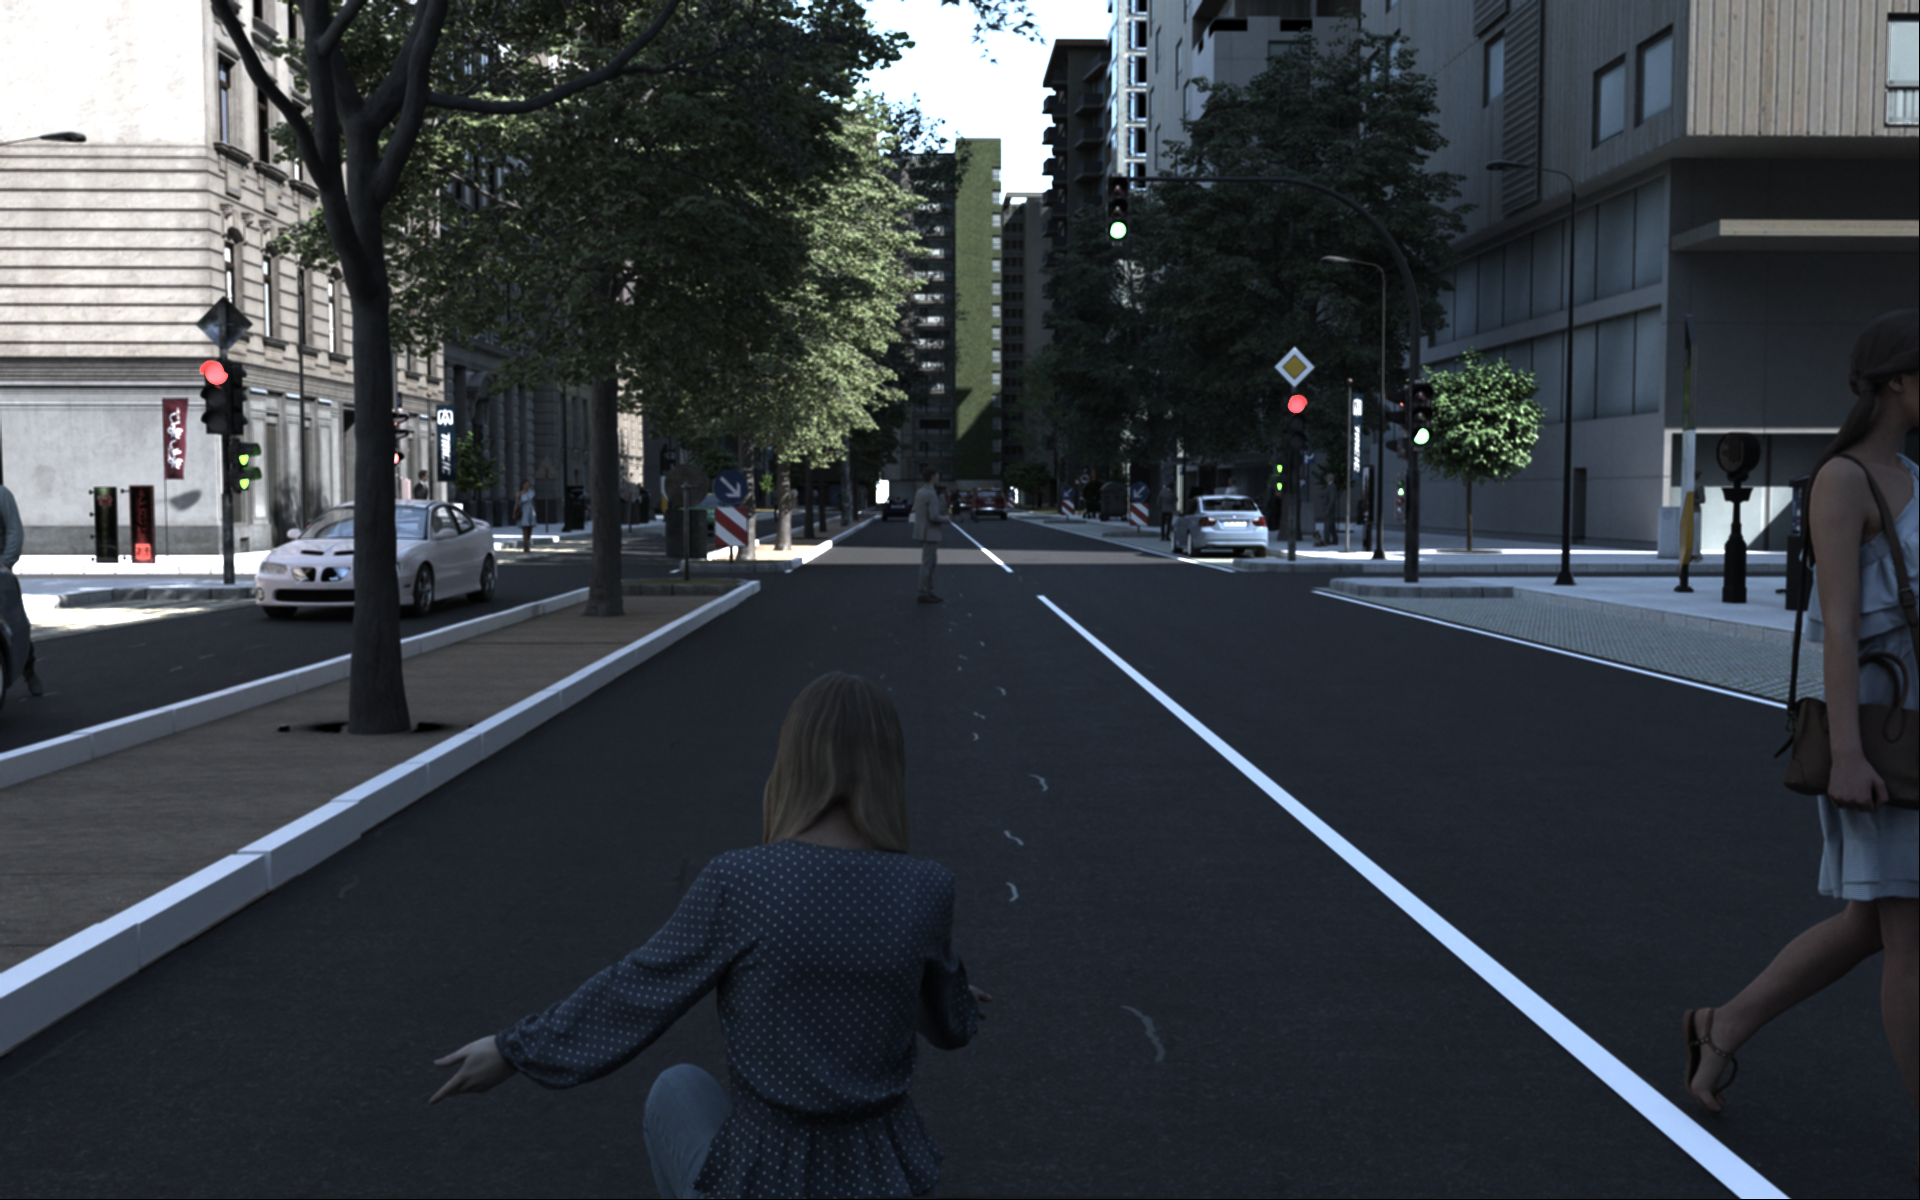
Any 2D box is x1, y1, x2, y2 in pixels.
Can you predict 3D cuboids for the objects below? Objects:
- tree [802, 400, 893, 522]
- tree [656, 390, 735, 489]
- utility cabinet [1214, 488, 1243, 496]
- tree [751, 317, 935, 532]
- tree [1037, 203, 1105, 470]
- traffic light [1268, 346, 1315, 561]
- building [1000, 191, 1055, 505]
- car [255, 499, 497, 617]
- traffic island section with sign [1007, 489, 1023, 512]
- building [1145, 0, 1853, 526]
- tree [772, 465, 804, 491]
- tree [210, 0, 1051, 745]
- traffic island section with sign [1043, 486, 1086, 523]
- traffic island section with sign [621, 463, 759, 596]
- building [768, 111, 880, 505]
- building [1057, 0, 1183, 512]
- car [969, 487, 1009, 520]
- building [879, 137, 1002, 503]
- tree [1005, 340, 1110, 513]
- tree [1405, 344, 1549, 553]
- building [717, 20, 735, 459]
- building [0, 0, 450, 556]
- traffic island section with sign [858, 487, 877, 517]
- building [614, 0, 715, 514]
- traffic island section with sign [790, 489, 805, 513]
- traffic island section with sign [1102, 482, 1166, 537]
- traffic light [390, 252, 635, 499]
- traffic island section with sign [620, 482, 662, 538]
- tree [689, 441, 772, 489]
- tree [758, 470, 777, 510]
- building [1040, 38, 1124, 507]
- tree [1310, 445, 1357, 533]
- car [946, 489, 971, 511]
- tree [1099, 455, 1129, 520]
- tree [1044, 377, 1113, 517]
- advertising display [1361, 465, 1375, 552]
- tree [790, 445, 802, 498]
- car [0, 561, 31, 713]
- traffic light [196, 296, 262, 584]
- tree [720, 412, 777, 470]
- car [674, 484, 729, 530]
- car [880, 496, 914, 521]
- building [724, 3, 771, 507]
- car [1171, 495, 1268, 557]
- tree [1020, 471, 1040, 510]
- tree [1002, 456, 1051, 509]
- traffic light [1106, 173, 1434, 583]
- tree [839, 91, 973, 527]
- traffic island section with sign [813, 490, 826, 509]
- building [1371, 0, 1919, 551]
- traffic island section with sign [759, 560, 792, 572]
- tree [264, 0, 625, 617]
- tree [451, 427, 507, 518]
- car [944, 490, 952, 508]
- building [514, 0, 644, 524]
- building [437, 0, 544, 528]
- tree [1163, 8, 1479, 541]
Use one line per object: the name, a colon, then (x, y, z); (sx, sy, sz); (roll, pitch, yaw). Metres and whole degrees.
tree: (-5.394, -8.162, 86.269); (4.737, 8.622, 4.395); (0, 3, 0)
tree: (-13.951, -8.540, 89.987); (4.737, 8.622, 4.395); (0, 3, 0)
utility cabinet: (9.338, -3.157, 60.297); (0.318, 1.500, 1.173); (-2, 4, -33)
tree: (-5.125, -7.839, 65.030); (8.767, 10.594, 7.601); (0, 4, -1)
tree: (7.659, -9.869, 68.016); (9.857, 13.997, 8.962); (0, 3, 0)
traffic light: (6.333, -2.699, 33.047); (0.839, 4.253, 0.868); (0, 4, -1)
building: (16.464, -31.716, 210.430); (23.993, 40.220, 32.217); (0, 4, -1)
car: (-7.180, -0.573, 21.723); (2.083, 1.381, 4.827); (0, 4, 0)
traffic island section with sign: (3.856, -7.726, 134.941); (1.989, 1.847, 2.006); (0, 4, -1)
building: (24.719, -30.615, 89.794); (28.713, 52.752, 27.495); (0, 4, -1)
tree: (-16.682, -11.228, 167.292); (4.285, 4.588, 4.351); (0, 3, 0)
tree: (-3.458, -5.935, 9.860); (12.009, 13.543, 11.850); (0, 3, 0)
traffic island section with sign: (5.099, -4.653, 84.700); (1.989, 1.847, 2.006); (0, 4, -1)
traffic island section with sign: (-4.059, -1.041, 25.156); (2.006, 1.907, 1.989); (0, 4, -1)
building: (-16.577, -33.738, 201.733); (14.200, 45.320, 14.600); (0, 4, -1)
building: (20.132, -50.334, 135.626); (22.319, 86.520, 31.000); (0, 4, -1)
car: (1.635, -5.486, 98.361); (2.281, 1.827, 5.304); (0, 4, 0)
building: (-2.361, -31.675, 201.474); (14.086, 41.232, 14.154); (0, 4, -1)
tree: (6.840, -11.625, 115.822); (9.928, 11.665, 9.643); (0, 3, 0)
tree: (11.327, -3.331, 38.177); (4.285, 4.588, 4.351); (0, 3, 0)
building: (-30.655, -32.040, 143.467); (23.786, 49.044, 30.456); (0, 4, -1)
building: (-20.337, -11.933, 44.253); (9.793, 20.994, 18.267); (0, 4, -1)
traffic island section with sign: (-6.095, -6.088, 107.677); (2.006, 1.907, 1.989); (0, 4, -1)
building: (-28.544, -30.205, 117.547); (21.300, 48.544, 21.600); (0, 4, -1)
traffic island section with sign: (-12.844, -7.698, 134.484); (1.989, 1.847, 2.006); (0, 4, -1)
traffic island section with sign: (5.770, -3.005, 57.753); (1.989, 1.847, 2.006); (0, 4, -1)
traffic light: (-8.534, -3.549, 32.700); (4.771, 5.953, 1.251); (0, 4, -1)
traffic island section with sign: (-10.944, -2.980, 57.352); (1.989, 1.847, 2.006); (0, 4, -1)
tree: (-14.342, -7.275, 102.656); (4.285, 4.588, 4.351); (0, 3, 0)
tree: (-15.642, -8.972, 141.291); (1.663, 3.219, 1.824); (0, 3, 0)
building: (19.243, -31.324, 166.766); (22.147, 44.769, 28.867); (0, 4, -1)
tree: (12.545, -3.876, 57.978); (1.663, 3.219, 1.824); (0, 3, 0)
car: (0.102, -7.555, 132.203); (2.281, 1.827, 5.304); (0, 4, -1)
tree: (7.670, -5.538, 85.154); (1.663, 3.219, 1.824); (0, 3, 0)
tree: (7.110, -8.912, 96.075); (4.360, 8.622, 3.978); (0, 3, 0)
advertising display: (9.128, -2.053, 38.784); (0.123, 1.923, 0.974); (0, 4, 4)
tree: (-16.732, -13.815, 176.244); (4.737, 8.622, 4.395); (0, 3, 0)
car: (-6.652, 0.181, 9.037); (2.014, 1.417, 4.499); (0, 4, -2)
traffic light: (-10.426, -2.184, 24.631); (0.839, 4.253, 0.868); (0, 4, -1)
tree: (-14.957, -10.436, 120.995); (4.360, 8.622, 3.978); (0, 3, 0)
car: (-8.955, -3.179, 60.778); (1.959, 1.807, 4.718); (0, 4, -1)
car: (-3.324, -4.933, 93.228); (1.945, 1.354, 3.894); (0, 4, -2)
building: (-29.850, -44.656, 168.380); (20.611, 71.187, 20.563); (0, 4, -1)
car: (5.996, -1.725, 40.200); (2.014, 1.417, 4.499); (0, 4, -1)
tree: (5.745, -8.984, 141.483); (1.663, 3.219, 1.824); (0, 3, 0)
tree: (5.440, -10.467, 154.843); (4.285, 4.588, 4.351); (0, 3, 0)
traffic light: (4.441, -3.071, 24.871); (4.771, 5.953, 1.251); (0, 4, -1)
tree: (-6.265, -13.335, 76.371); (12.611, 20.169, 13.585); (0, 3, 0)
traffic island section with sign: (-13.527, -9.363, 161.708); (1.989, 1.847, 2.006); (0, 4, -1)
building: (27.567, -28.074, 48.247); (27.495, 52.752, 28.713); (0, 4, -1)
traffic island section with sign: (-4.232, -1.494, 32.562); (2.006, 1.907, 1.989); (0, 4, -1)
tree: (-4.265, -6.100, 20.316); (7.486, 12.596, 7.792); (0, 3, 0)
tree: (-13.795, -3.294, 48.460); (1.663, 3.219, 1.824); (0, 3, 0)
car: (-0.578, -8.848, 153.345); (2.281, 1.827, 5.304); (0, 4, -3)
building: (-23.261, -17.632, 85.549); (12.463, 27.353, 25.104); (0, 4, -1)
building: (-22.470, -14.332, 63.199); (11.050, 23.489, 19.941); (0, 4, -1)
tree: (9.015, -8.595, 47.181); (9.857, 13.997, 8.962); (0, 3, 0)
